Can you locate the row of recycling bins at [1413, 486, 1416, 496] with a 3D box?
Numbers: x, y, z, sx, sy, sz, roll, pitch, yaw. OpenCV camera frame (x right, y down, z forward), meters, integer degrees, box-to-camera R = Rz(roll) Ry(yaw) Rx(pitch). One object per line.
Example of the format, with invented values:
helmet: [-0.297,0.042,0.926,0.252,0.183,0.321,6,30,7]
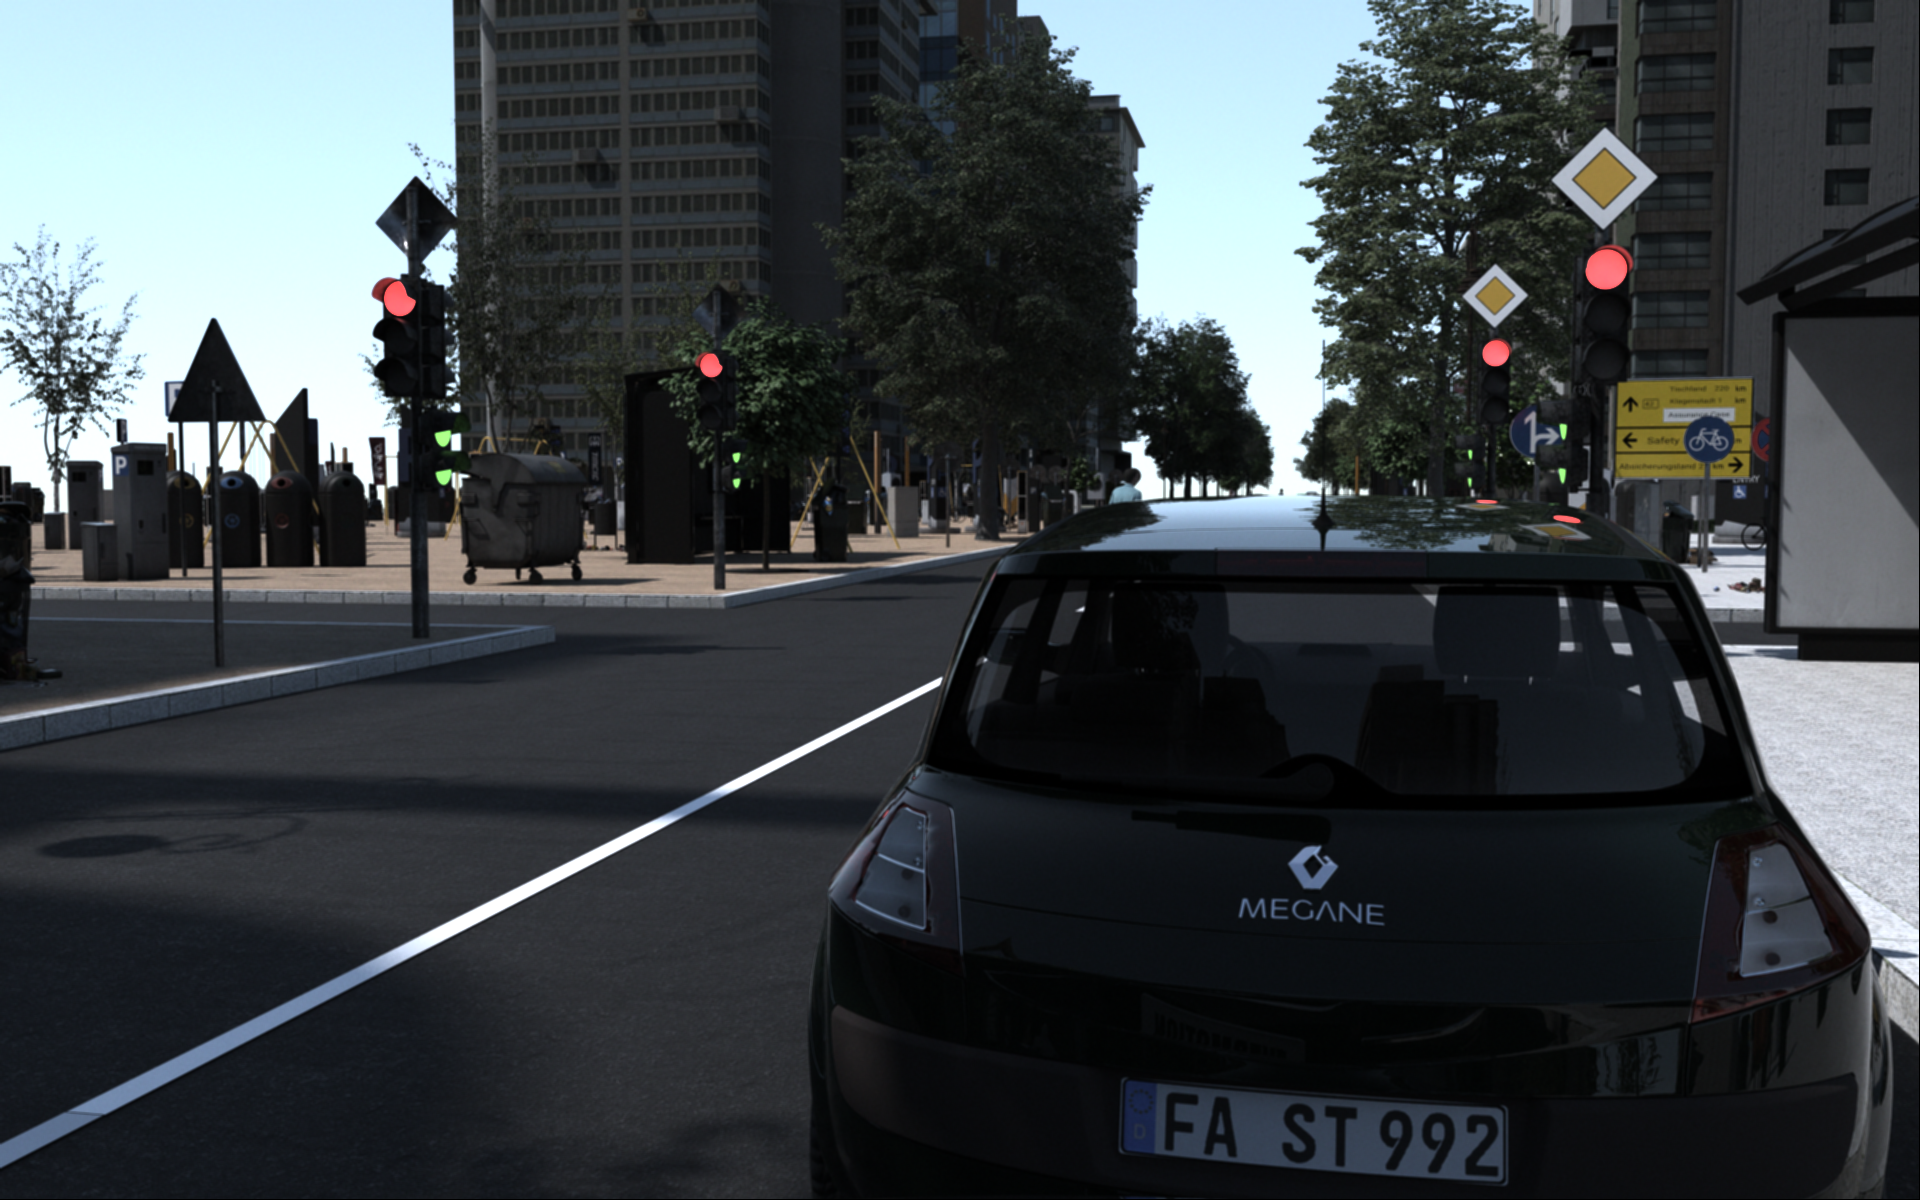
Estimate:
row of recycling bins: [23.985,-5.162,91.511,1.069,1.692,3.534,2,4,31]

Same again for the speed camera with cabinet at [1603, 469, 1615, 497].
speed camera with cabinet: [23.016,-4.148,62.159,0.660,3.252,2.038,2,4,31]

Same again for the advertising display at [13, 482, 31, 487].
advertising display: [-50.707,-5.411,93.676,0.974,1.923,0.123,0,4,7]

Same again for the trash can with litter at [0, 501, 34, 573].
trash can with litter: [-14.722,-0.946,26.855,0.624,1.170,1.055,-2,4,-27]

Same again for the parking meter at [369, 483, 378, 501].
parking meter: [-31.384,-5.318,92.658,0.399,1.863,0.255,-1,4,-9]

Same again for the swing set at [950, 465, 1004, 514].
swing set: [0.835,-5.858,93.391,3.119,2.851,2.862,1,4,12]

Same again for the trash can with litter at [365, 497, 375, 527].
trash can with litter: [-23.864,-3.478,67.921,1.678,1.210,2.233,3,5,41]

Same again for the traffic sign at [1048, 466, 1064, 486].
traffic sign: [4.272,-4.724,77.337,0.768,2.556,0.104,1,4,17]

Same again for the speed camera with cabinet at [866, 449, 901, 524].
speed camera with cabinet: [-3.415,-4.914,74.687,0.660,3.252,2.038,3,5,40]

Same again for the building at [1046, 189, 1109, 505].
building: [3.804,-31.675,209.759,32.217,40.220,23.993,1,4,11]

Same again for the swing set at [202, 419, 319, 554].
swing set: [-14.282,-2.303,35.271,2.862,2.851,3.119,-1,4,-13]

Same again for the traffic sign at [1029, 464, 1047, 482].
traffic sign: [3.308,-4.510,73.852,0.768,2.556,0.104,1,4,15]

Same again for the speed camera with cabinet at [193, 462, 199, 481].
speed camera with cabinet: [-48.283,-6.941,107.816,2.038,3.252,0.660,2,4,30]

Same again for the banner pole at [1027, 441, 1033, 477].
banner pole: [3.256,-5.553,80.807,0.401,3.779,0.863,-1,4,-15]

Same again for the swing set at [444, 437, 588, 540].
swing set: [-12.521,-3.120,48.635,2.862,2.851,3.119,1,4,18]

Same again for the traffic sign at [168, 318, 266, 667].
traffic sign: [-5.510,-0.784,12.816,0.884,2.594,0.081,1,4,19]

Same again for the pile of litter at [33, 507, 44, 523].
pile of litter: [-41.759,-3.876,77.340,1.719,0.858,1.176,-3,4,-38]

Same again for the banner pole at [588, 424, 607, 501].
banner pole: [-12.974,-4.425,62.365,0.863,3.779,0.401,0,4,-4]

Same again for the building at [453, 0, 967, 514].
building: [-15.913,-25.835,114.279,32.217,40.220,23.993,1,4,11]

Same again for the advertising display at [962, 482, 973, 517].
advertising display: [0.596,-5.499,95.117,0.974,1.923,0.123,1,4,9]

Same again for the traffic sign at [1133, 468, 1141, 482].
traffic sign: [8.439,-5.158,84.434,0.768,2.556,0.104,1,4,18]

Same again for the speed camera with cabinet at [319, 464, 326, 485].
speed camera with cabinet: [-18.425,-3.379,49.577,0.660,3.252,2.038,-2,4,-24]

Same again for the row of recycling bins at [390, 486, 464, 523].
row of recycling bins: [-23.290,-4.272,76.967,3.534,1.692,1.069,-2,4,-25]

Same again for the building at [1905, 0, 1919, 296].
building: [37.513,-18.871,80.239,14.160,30.474,14.107,1,4,11]

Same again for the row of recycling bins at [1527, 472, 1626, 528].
row of recycling bins: [12.081,-1.658,34.225,1.069,1.692,3.534,2,4,35]

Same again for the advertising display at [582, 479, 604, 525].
advertising display: [-15.476,-4.145,72.981,0.974,1.923,0.123,-3,4,-38]

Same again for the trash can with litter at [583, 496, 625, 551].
trash can with litter: [-7.689,-1.721,39.199,2.233,1.210,1.678,1,4,9]

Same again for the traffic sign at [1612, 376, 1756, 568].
traffic sign: [12.602,-2.224,30.238,2.265,3.308,0.079,1,4,19]

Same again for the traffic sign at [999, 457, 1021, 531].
traffic sign: [1.727,-3.679,60.251,0.768,2.556,0.104,1,4,15]

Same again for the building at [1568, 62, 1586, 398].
building: [48.329,-21.105,116.769,14.160,30.474,14.107,1,4,11]

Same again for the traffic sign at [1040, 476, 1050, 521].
traffic sign: [3.838,-5.039,82.389,0.884,2.594,0.081,1,4,20]

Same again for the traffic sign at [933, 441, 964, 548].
traffic sign: [-0.288,-2.532,41.505,0.768,2.556,0.104,1,4,15]

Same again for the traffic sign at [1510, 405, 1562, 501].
traffic sign: [8.260,-1.511,24.817,0.768,2.556,0.104,1,4,16]

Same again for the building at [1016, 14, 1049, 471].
building: [-0.559,-28.227,145.111,14.154,41.232,14.086,1,4,11]

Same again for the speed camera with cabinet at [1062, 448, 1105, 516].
speed camera with cabinet: [5.166,-4.879,74.112,2.038,3.252,0.660,1,4,17]

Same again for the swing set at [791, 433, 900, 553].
swing set: [-3.255,-2.560,39.482,2.862,2.851,3.119,1,4,19]

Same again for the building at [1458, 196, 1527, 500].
building: [80.291,-33.063,232.463,32.217,40.220,23.993,1,4,11]

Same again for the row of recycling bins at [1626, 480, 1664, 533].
row of recycling bins: [18.323,-2.435,46.923,1.069,1.692,3.534,1,4,14]

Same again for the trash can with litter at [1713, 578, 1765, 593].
trash can with litter: [10.800,-0.721,22.845,1.678,1.210,2.233,0,4,8]

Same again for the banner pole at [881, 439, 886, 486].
banner pole: [-3.494,-5.429,78.780,0.401,3.779,0.863,1,4,16]

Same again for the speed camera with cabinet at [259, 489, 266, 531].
speed camera with cabinet: [-23.589,-4.000,59.735,0.660,3.252,2.038,2,4,32]

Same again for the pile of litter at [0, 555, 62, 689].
pile of litter: [-6.886,0.123,11.948,1.176,0.858,1.719,-2,4,-32]

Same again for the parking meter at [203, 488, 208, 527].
parking meter: [-29.733,-3.679,68.559,0.372,1.533,0.369,0,3,0]

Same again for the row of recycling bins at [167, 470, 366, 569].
row of recycling bins: [-12.289,-1.426,30.434,3.534,1.692,1.069,-1,4,-12]

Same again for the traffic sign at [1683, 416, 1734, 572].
traffic sign: [12.197,-1.724,28.286,0.768,2.556,0.104,1,4,13]

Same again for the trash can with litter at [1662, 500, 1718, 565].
trash can with litter: [13.386,-1.247,31.778,0.624,1.170,1.055,-2,4,-35]

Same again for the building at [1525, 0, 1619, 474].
building: [59.971,-33.386,135.107,28.713,52.752,27.495,1,4,11]

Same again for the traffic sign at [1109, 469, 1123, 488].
traffic sign: [7.940,-5.395,88.320,0.768,2.556,0.104,1,4,16]

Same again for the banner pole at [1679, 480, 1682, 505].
banner pole: [30.008,-5.020,72.094,0.401,3.779,0.863,1,4,21]

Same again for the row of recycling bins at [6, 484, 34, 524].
row of recycling bins: [-39.861,-4.008,72.637,1.069,1.692,3.534,-1,4,-11]

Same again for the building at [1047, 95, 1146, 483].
building: [9.644,-39.517,235.341,28.713,52.752,27.495,1,4,11]

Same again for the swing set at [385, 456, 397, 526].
swing set: [-22.357,-4.522,71.546,3.119,2.851,2.862,-1,4,-20]

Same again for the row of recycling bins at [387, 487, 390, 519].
row of recycling bins: [-27.834,-4.891,87.076,1.069,1.692,3.534,-3,5,-44]

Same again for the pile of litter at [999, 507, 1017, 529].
pile of litter: [1.708,-3.092,64.525,1.176,0.858,1.719,2,4,25]

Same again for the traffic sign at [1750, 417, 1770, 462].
traffic sign: [13.254,-1.719,28.212,0.768,2.556,0.104,1,4,12]

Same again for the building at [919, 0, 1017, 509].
building: [-3.677,-29.425,131.213,14.600,45.320,14.200,1,4,11]

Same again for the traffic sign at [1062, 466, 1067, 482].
traffic sign: [4.861,-4.768,78.060,0.768,2.556,0.104,1,4,14]

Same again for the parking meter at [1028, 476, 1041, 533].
parking meter: [2.479,-3.169,57.519,0.399,1.863,0.255,1,4,17]

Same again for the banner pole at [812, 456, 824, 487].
banner pole: [-6.508,-5.440,78.963,0.863,3.779,0.401,-3,5,-39]
